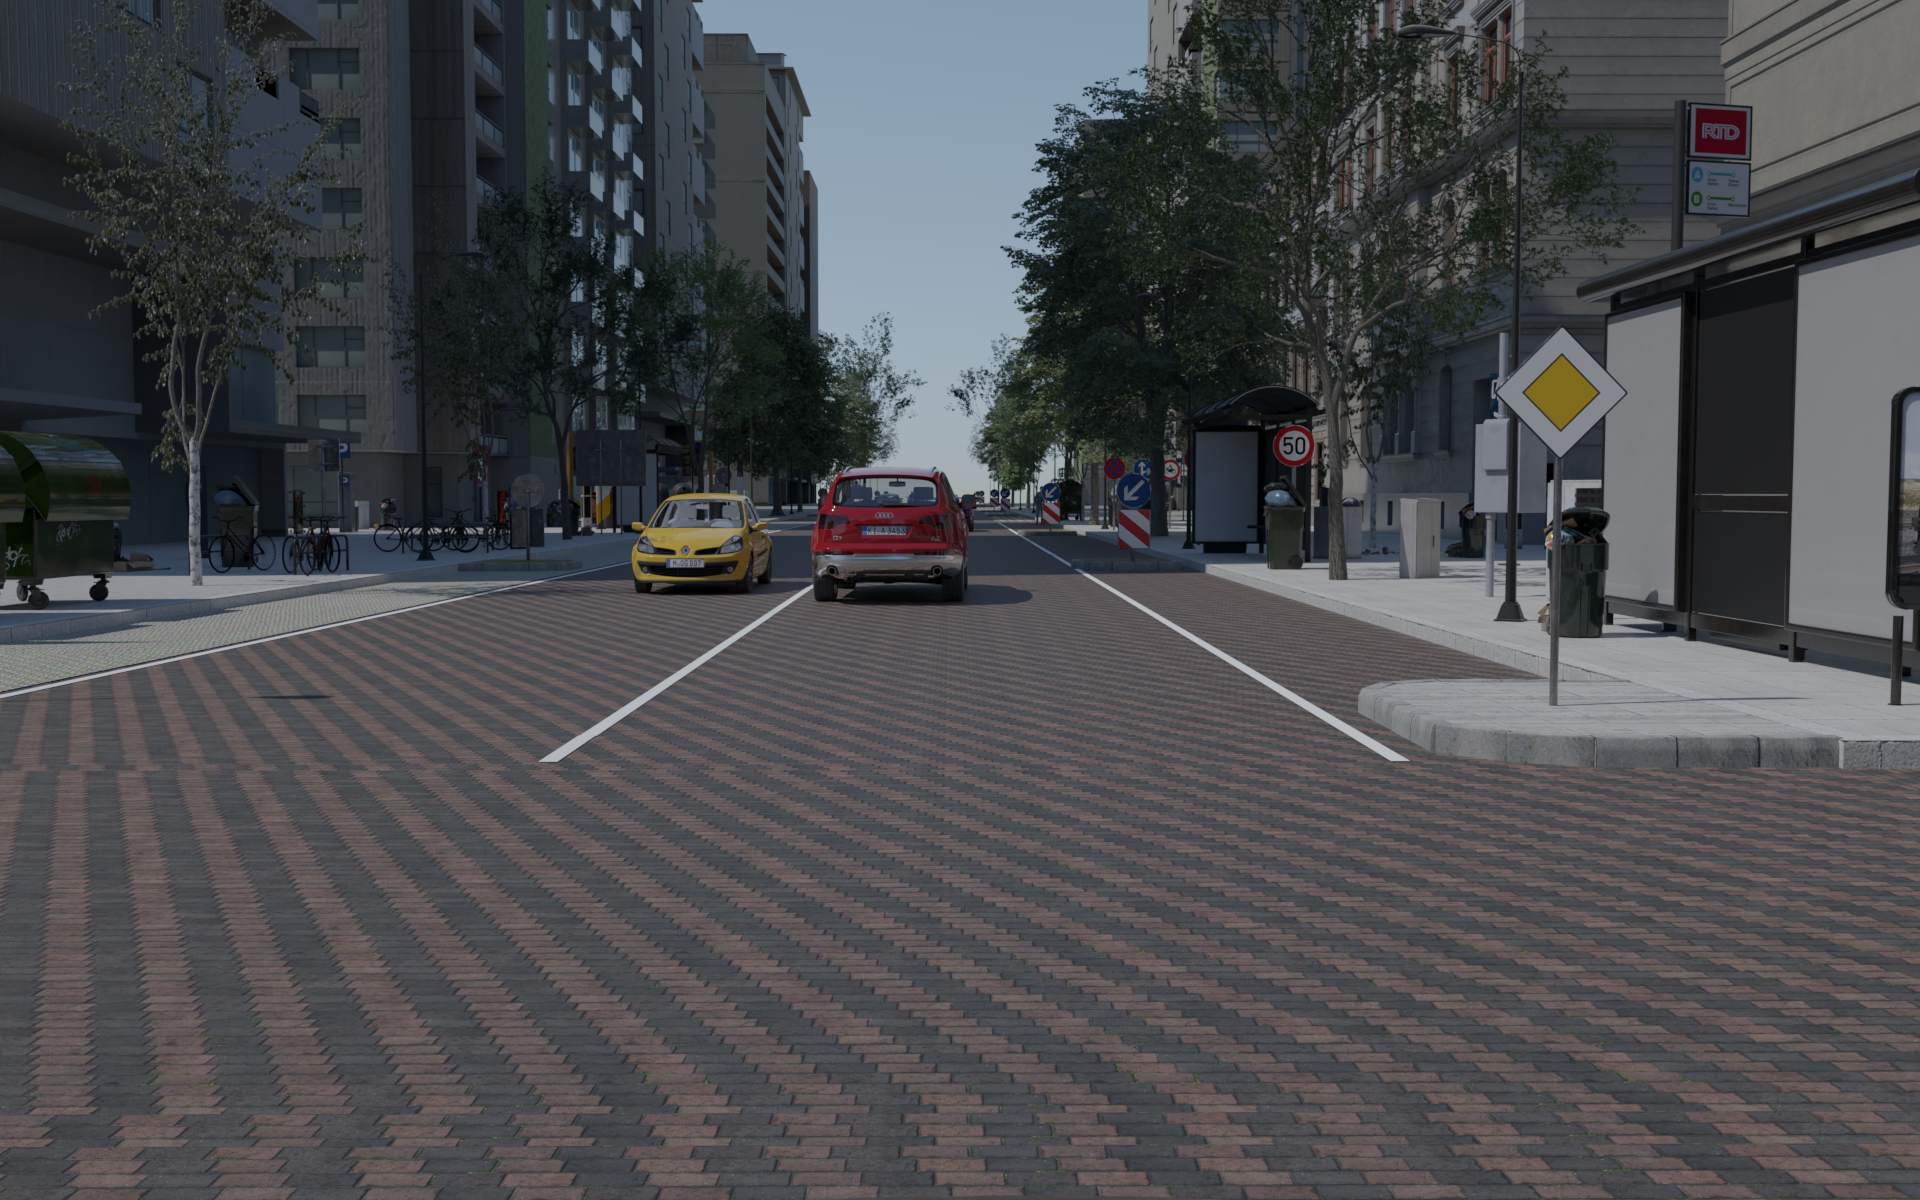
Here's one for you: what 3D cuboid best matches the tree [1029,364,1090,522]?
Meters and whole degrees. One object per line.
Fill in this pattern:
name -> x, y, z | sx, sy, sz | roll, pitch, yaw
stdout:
tree -> 5.536, -7.916, 79.793 | 4.360, 8.622, 3.978 | 0, 3, 0

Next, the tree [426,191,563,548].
tree -> -11.606, -5.559, 41.255 | 4.360, 8.622, 3.978 | 0, 3, 0

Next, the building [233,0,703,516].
building -> -34.066, -33.066, 129.860 | 28.713, 52.752, 27.495 | 0, 4, 0

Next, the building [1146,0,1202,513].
building -> 27.255, -32.150, 114.886 | 28.713, 52.752, 27.495 | 0, 4, 0

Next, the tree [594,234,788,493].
tree -> -10.770, -8.869, 70.771 | 9.928, 11.665, 9.643 | 0, 3, 0

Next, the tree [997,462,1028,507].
tree -> 5.436, -11.575, 172.963 | 4.285, 4.588, 4.351 | 0, 3, 0

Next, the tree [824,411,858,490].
tree -> -10.741, -11.955, 145.826 | 4.360, 8.622, 3.978 | 0, 3, 0

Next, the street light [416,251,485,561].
street light -> -9.774, -3.714, 33.266 | 1.470, 5.913, 1.316 | 0, 4, 0

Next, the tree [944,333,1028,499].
tree -> 4.330, -21.440, 206.436 | 12.611, 20.169, 13.585 | 0, 3, 0

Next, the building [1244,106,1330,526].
building -> 18.803, -12.908, 75.673 | 10.561, 19.102, 19.286 | 0, 4, 0

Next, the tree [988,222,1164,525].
tree -> 5.411, -9.373, 71.367 | 7.486, 12.596, 7.792 | 0, 3, 0

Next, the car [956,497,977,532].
car -> -0.323, -3.331, 67.041 | 1.945, 1.354, 3.894 | 0, 4, 1

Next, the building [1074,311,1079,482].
building -> 20.619, -26.645, 207.347 | 14.160, 30.474, 14.107 | 0, 4, 0

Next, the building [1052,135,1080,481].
building -> 24.510, -37.302, 229.491 | 23.786, 49.044, 30.456 | 0, 4, 0

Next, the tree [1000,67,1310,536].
tree -> 6.108, -8.910, 52.337 | 9.857, 13.997, 8.962 | 0, 3, 0

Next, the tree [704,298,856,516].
tree -> -10.827, -11.264, 101.180 | 9.611, 12.733, 9.660 | 0, 3, 0

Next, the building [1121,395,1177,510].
building -> 29.538, -27.499, 141.483 | 32.217, 40.220, 23.993 | 0, 4, 0

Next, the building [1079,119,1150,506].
building -> 20.125, -31.104, 192.152 | 14.154, 41.232, 14.086 | 0, 4, 0

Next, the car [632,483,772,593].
car -> -3.870, -0.985, 26.334 | 2.015, 1.641, 3.980 | 0, 3, 0

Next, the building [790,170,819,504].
building -> -26.487, -35.671, 233.324 | 14.600, 45.320, 14.200 | 0, 4, 0

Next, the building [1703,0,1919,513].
building -> 28.741, -11.754, 25.469 | 30.059, 22.955, 16.112 | 0, 4, 0

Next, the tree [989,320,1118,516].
tree -> 6.235, -10.616, 99.333 | 9.928, 11.665, 9.643 | 0, 3, 0

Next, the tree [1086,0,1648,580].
tree -> 5.769, -5.596, 25.905 | 8.767, 10.594, 7.601 | 1, 4, 15

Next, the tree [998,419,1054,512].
tree -> 5.675, -11.986, 146.331 | 4.737, 8.622, 4.395 | 0, 3, 0

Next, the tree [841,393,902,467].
tree -> -11.282, -17.978, 204.314 | 12.009, 13.543, 11.850 | 0, 3, 0

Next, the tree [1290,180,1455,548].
tree -> 9.876, -5.563, 41.316 | 4.360, 8.622, 3.978 | 0, 3, 0

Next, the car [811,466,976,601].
car -> -0.915, -0.979, 24.680 | 2.281, 1.827, 5.304 | 0, 4, 1

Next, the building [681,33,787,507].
building -> -30.473, -34.458, 187.091 | 21.300, 48.544, 21.600 | 0, 4, 0

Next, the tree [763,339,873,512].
tree -> -11.083, -12.604, 124.198 | 7.486, 12.596, 7.792 | 0, 3, 0

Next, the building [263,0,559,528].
building -> -25.034, -23.624, 69.853 | 14.154, 41.232, 14.086 | 0, 4, 0

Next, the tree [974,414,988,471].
tree -> 5.274, -16.349, 185.437 | 7.486, 12.596, 7.792 | 0, 3, 0

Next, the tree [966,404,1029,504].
tree -> 5.176, -19.510, 229.361 | 12.009, 13.543, 11.850 | 0, 3, 0

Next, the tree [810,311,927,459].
tree -> -9.821, -19.747, 178.745 | 12.611, 20.169, 13.585 | 0, 3, 0

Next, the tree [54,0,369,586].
tree -> -10.586, -4.518, 24.234 | 4.360, 8.622, 3.978 | 0, 3, 0

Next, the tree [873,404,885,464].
tree -> -10.523, -14.922, 162.093 | 7.486, 12.596, 7.792 | 0, 3, 0

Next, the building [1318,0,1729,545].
building -> 20.067, -16.307, 54.012 | 14.401, 28.519, 23.554 | 0, 4, 0

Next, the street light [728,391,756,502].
street light -> -9.896, -6.458, 78.132 | 1.470, 5.913, 1.316 | 0, 4, 0

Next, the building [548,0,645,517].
building -> -30.996, -29.414, 100.521 | 23.786, 49.044, 30.456 | 0, 4, 0

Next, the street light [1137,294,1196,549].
street light -> 4.800, -4.144, 40.288 | 1.470, 5.913, 1.316 | 0, 4, 0

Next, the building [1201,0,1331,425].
building -> 19.974, -25.129, 94.447 | 14.154, 41.232, 14.086 | 0, 4, 0

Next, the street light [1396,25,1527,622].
street light -> 5.023, -2.740, 17.335 | 1.470, 5.913, 1.316 | 0, 4, 0

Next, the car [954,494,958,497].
car -> -0.878, -11.319, 194.844 | 2.009, 1.686, 4.222 | 0, 4, 1

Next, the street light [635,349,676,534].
street light -> -9.751, -5.086, 55.700 | 1.470, 5.913, 1.316 | 0, 4, 0

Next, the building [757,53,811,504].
building -> -33.389, -38.105, 212.250 | 28.713, 52.752, 27.495 | 0, 4, 0

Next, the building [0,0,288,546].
building -> -31.173, -27.363, 36.625 | 28.713, 52.752, 27.495 | 0, 4, 0

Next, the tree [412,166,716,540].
tree -> -11.123, -6.997, 48.807 | 8.767, 10.594, 7.601 | -1, 4, -14
